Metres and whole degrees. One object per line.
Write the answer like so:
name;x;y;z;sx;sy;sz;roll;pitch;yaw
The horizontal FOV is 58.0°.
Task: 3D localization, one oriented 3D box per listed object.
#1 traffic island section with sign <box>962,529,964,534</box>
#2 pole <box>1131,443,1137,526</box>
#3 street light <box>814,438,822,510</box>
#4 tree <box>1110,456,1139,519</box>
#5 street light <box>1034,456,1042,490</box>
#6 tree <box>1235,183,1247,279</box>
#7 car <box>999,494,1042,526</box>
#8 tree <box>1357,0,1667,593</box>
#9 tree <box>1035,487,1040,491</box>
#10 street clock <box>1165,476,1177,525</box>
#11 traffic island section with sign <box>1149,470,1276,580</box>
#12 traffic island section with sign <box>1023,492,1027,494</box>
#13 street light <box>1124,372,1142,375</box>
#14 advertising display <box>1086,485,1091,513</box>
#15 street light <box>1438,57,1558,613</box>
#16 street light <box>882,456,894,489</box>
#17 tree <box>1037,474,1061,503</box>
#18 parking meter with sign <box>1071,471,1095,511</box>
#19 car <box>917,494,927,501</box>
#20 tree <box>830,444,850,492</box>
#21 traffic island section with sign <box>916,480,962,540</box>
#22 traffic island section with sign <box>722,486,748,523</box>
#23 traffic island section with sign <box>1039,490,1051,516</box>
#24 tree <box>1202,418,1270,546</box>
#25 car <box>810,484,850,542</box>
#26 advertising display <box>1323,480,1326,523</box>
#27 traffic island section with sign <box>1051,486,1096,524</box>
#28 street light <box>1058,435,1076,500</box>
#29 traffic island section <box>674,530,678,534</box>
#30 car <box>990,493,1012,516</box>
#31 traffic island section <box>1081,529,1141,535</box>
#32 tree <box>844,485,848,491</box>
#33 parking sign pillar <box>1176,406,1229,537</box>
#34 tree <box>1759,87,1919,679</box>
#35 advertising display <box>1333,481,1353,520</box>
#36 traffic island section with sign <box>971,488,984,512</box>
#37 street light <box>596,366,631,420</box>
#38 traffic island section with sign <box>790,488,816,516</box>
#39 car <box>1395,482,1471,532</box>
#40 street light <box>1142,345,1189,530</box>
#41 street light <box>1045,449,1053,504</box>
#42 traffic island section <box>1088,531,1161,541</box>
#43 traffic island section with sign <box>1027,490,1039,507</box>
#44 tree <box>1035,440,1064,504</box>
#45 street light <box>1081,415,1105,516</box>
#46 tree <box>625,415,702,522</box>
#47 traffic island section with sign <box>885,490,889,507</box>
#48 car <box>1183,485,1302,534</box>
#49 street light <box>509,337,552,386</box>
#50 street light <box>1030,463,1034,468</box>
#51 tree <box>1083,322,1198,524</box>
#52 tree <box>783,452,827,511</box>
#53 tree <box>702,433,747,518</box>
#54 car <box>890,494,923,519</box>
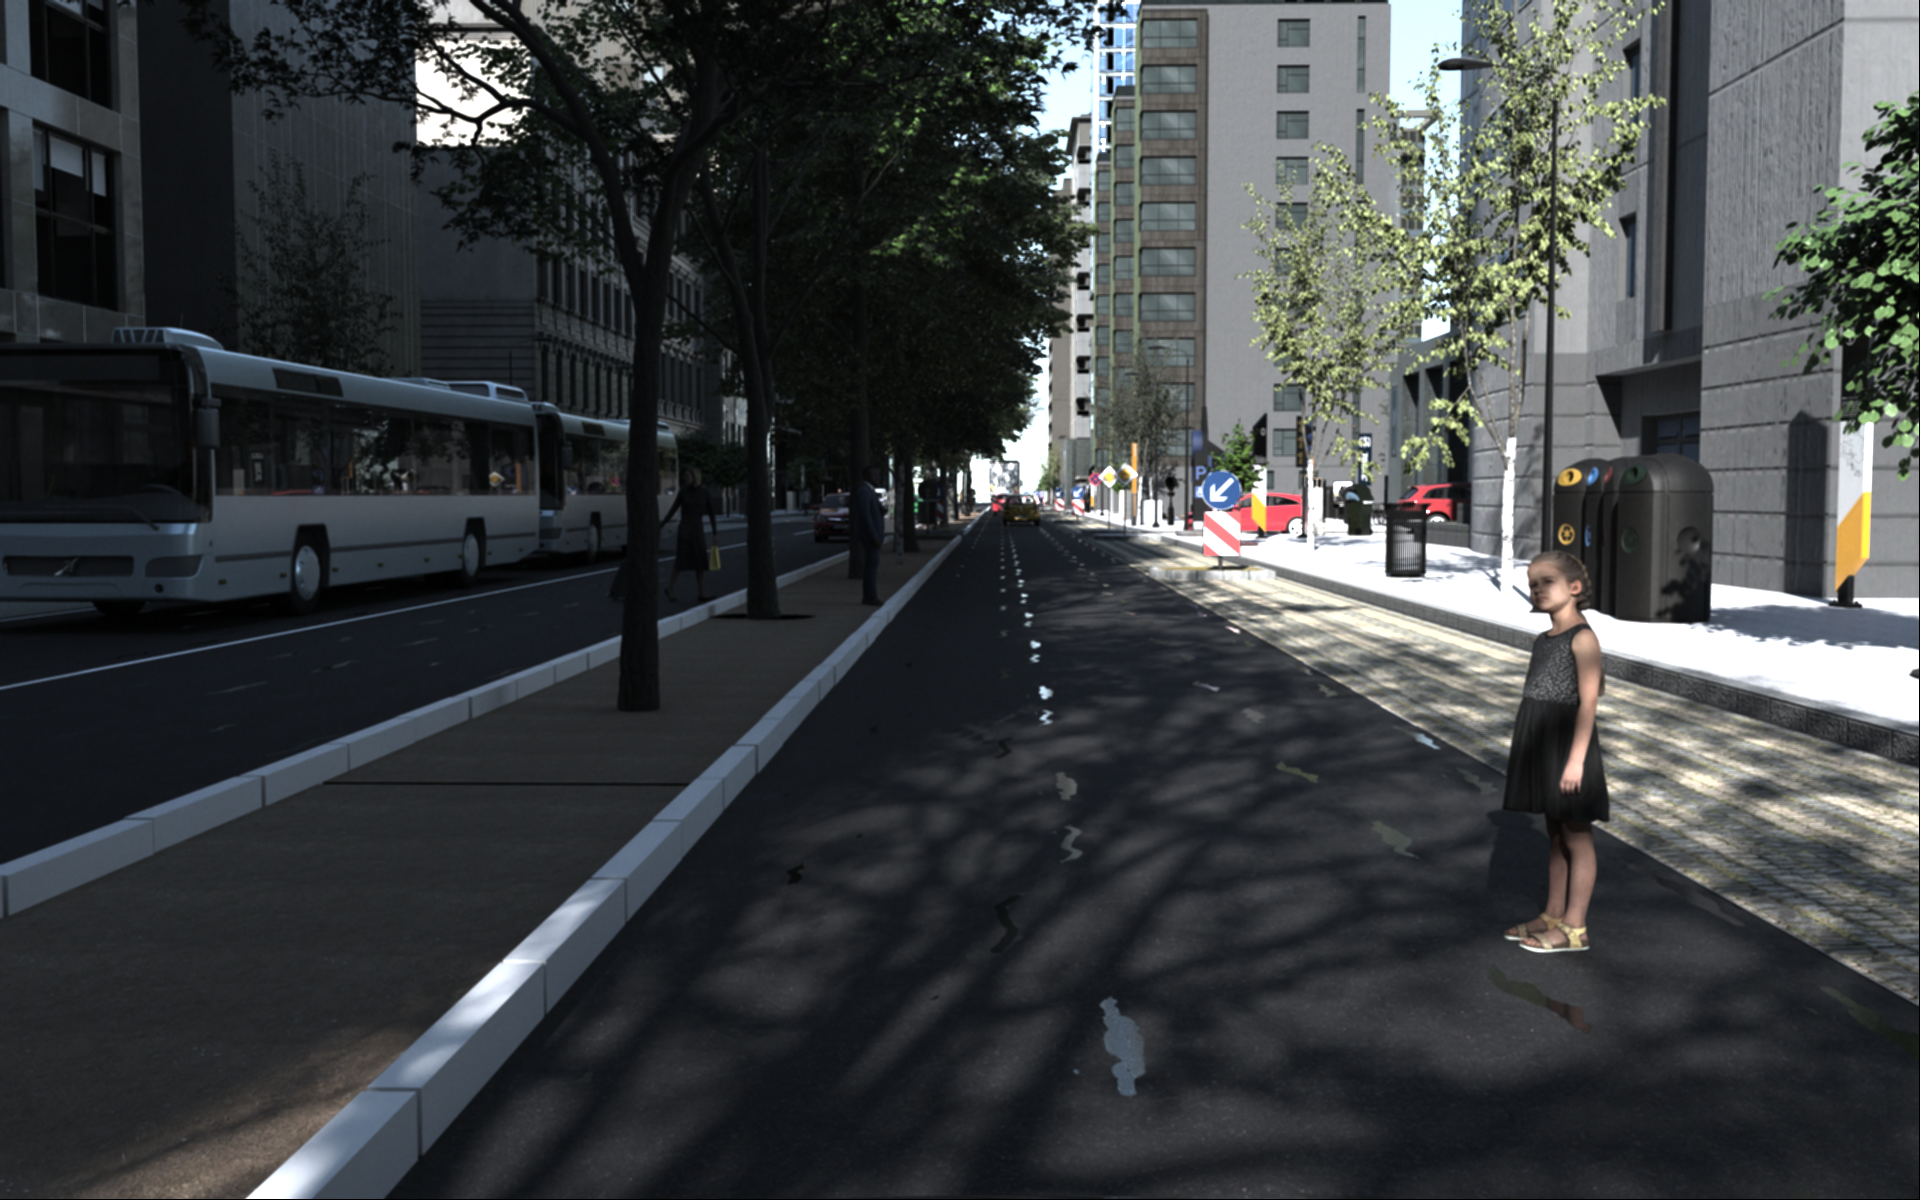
traffic island section with sign;-0.868;-3.305;62.167;2.006;1.907;1.989;0;4;1
pole;6.979;-4.624;69.449;0.158;3.312;0.155;0;3;0
street light;-10.737;-10.209;139.458;1.470;5.913;1.316;0;4;1
tree;8.319;-5.762;88.817;1.663;3.219;1.824;0;3;0
street light;10.715;-15.417;224.611;1.470;5.913;1.316;0;4;1
tree;7.940;-5.373;38.211;4.737;8.622;4.395;0;3;0
car;2.794;-4.245;79.623;2.015;1.641;3.980;0;4;1
tree;6.985;-4.414;22.532;4.737;8.622;4.395;0;3;0
tree;13.304;-18.034;289.460;1.663;3.219;1.824;0;3;0
street clock;8.674;-4.076;71.214;0.358;2.002;0.471;-3;4;-37
traffic island section with sign;4.275;-1.288;29.682;1.989;1.847;2.006;0;4;1
traffic island section with sign;8.134;-11.052;189.330;1.989;1.847;2.006;0;4;1
street light;6.954;-5.721;66.071;1.470;5.913;1.316;0;4;1
advertising display;8.700;-6.865;117.449;0.123;1.923;0.974;-1;4;-11
street light;5.792;-2.817;18.593;1.470;5.913;1.316;0;4;1
street light;-8.943;-14.622;211.618;1.470;5.913;1.316;0;4;1
tree;12.231;-15.540;237.784;4.285;4.588;4.351;0;3;0
parking meter with sign;9.320;-8.263;131.364;1.738;3.016;0.543;0;4;1
car;-4.259;-11.166;194.365;2.131;1.459;4.920;0;4;1
tree;-10.527;-13.301;167.840;4.360;8.622;3.978;0;3;0
traffic island section with sign;-1.056;-2.852;54.762;2.006;1.907;1.989;0;4;1
traffic island section with sign;-10.603;-4.699;85.456;1.989;1.847;2.006;0;4;1
traffic island section with sign;6.250;-6.289;111.445;1.989;1.847;2.006;0;4;1
tree;7.071;-2.980;43.321;1.663;3.219;1.824;0;3;0
car;-3.460;-2.684;52.931;2.155;1.783;4.494;0;4;-1
advertising display;16.293;-4.419;77.463;0.123;1.923;0.974;1;4;12
traffic island section with sign;5.607;-4.640;84.498;1.989;1.847;2.006;0;4;1
street light;8.723;-10.341;141.621;1.470;5.913;1.316;0;4;1
traffic island section;-11.150;-2.476;62.758;2.009;0.180;2.903;0;4;1
car;3.061;-6.474;114.895;2.155;1.783;4.494;0;4;3
traffic island section;5.387;-2.451;62.355;2.009;0.180;2.903;0;4;1
tree;-11.251;-11.911;189.339;1.663;3.219;1.824;0;3;0
parking sign pillar;7.299;-3.925;52.654;1.447;3.967;1.447;0;4;6
tree;7.343;-1.721;11.846;4.285;4.588;4.351;0;3;0
advertising display;19.000;-4.936;85.921;0.974;1.923;0.123;1;4;22
traffic island section with sign;0.938;-7.899;137.283;2.006;1.907;1.989;0;4;1
street light;-12.624;-5.530;62.957;1.470;5.913;1.316;0;4;1
traffic island section with sign;-9.957;-6.347;112.403;1.989;1.847;2.006;0;4;1
car;17.014;-2.966;57.174;5.304;1.827;2.281;0;4;1
street light;6.566;-4.995;54.212;1.470;5.913;1.316;0;4;1
street light;9.600;-12.535;177.491;1.470;5.913;1.316;0;4;1
traffic island section;5.194;-1.963;54.373;2.009;0.180;2.903;0;4;1
traffic island section with sign;7.455;-9.352;161.529;1.989;1.847;2.006;0;4;1
tree;12.138;-17.176;231.183;4.737;8.622;4.395;0;3;0
street light;7.822;-7.905;101.791;1.470;5.913;1.316;0;4;1
tree;-13.314;-5.288;70.174;4.285;4.588;4.351;0;3;0
traffic island section with sign;-8.080;-11.077;189.737;1.989;1.847;2.006;0;4;1
car;9.674;-2.977;57.711;4.494;1.783;2.155;0;4;2
street light;-12.797;-4.830;51.505;1.470;5.913;1.316;0;4;1
street light;11.729;-17.634;260.848;1.470;5.913;1.316;0;4;1
tree;7.620;-7.581;74.317;4.360;8.622;3.978;0;3;0
tree;-11.796;-9.078;132.141;4.285;4.588;4.351;0;3;0
tree;-12.751;-5.960;81.164;4.285;4.588;4.351;0;3;0
car;-3.074;-5.546;99.475;1.959;1.807;4.718;0;3;0
